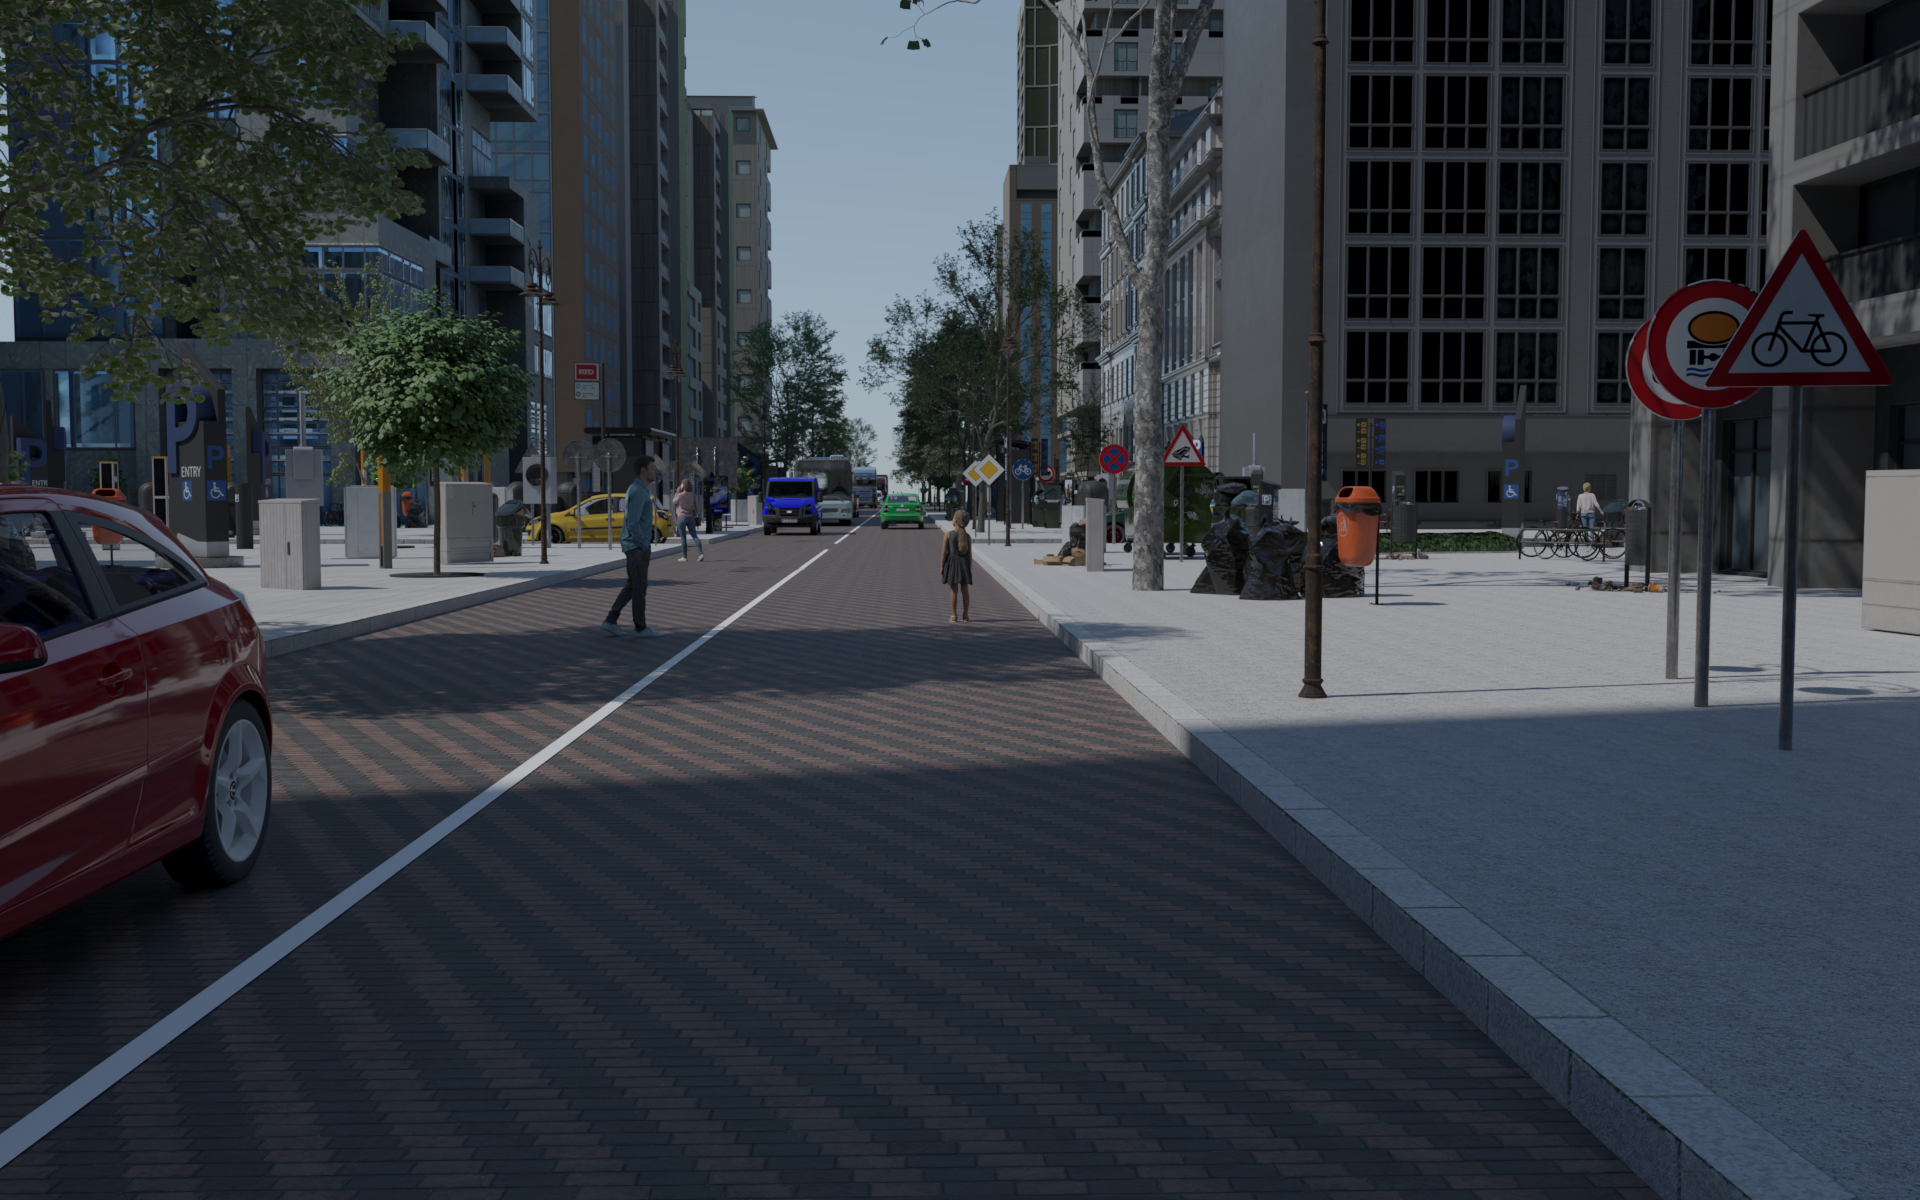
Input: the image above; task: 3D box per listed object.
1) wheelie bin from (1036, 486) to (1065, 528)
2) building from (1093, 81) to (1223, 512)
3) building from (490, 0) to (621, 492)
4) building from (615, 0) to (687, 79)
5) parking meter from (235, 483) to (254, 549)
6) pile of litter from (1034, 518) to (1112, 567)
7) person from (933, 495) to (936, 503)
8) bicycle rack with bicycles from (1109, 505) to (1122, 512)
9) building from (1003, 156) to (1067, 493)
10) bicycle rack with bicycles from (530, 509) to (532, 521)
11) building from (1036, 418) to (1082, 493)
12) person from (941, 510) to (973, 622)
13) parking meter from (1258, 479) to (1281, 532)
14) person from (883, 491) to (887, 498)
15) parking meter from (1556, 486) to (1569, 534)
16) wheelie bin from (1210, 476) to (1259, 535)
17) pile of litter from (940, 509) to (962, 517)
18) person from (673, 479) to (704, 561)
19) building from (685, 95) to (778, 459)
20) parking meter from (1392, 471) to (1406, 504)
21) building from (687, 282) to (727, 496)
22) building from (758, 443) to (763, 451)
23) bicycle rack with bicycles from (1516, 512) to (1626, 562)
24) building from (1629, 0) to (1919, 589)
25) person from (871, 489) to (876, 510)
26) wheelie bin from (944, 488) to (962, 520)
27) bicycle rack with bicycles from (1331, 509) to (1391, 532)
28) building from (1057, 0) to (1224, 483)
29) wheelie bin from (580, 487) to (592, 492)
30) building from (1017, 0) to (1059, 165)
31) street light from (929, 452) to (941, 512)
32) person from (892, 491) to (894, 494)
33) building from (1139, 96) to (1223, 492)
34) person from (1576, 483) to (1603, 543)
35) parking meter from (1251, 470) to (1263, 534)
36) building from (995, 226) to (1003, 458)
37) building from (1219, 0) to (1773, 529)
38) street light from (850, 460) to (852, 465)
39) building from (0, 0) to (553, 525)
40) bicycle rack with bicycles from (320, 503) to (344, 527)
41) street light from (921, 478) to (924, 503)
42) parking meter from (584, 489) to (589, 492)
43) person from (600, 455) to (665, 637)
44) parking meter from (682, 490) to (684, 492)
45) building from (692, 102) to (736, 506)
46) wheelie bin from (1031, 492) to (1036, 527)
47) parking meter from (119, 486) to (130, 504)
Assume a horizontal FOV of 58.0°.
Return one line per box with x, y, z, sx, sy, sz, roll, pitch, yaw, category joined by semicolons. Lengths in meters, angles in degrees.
3.438;-3.479;64.783;0.980;1.594;0.693;0;4;3;wheelie bin
16.310;-19.396;114.395;12.463;27.353;25.104;0;4;-2;building
-31.202;-28.548;116.874;14.600;45.320;14.200;0;4;-2;building
-28.706;-27.463;132.617;14.154;41.232;14.086;0;4;-2;building
-16.690;-1.956;40.392;0.372;1.533;0.369;0;3;0;parking meter
2.020;-1.058;31.258;1.176;0.858;1.719;-1;4;-21;pile of litter
-3.128;-11.968;207.399;0.599;1.433;0.991;2;4;35;person
7.055;-4.277;83.313;2.925;0.926;2.852;0;4;7;bicycle rack with bicycles
12.979;-35.450;229.713;14.600;45.320;14.200;0;4;-2;building
-14.910;-2.942;61.484;2.925;0.926;2.852;1;4;10;bicycle rack with bicycles
23.952;-29.841;179.789;32.217;40.220;23.993;0;4;-2;building
-0.038;-0.384;19.445;0.362;1.253;0.373;-1;4;-11;person
5.188;-1.261;29.035;0.372;1.533;0.369;0;3;0;parking meter
-10.112;-13.925;236.132;0.705;1.831;1.348;-3;4;-39;person
19.497;-2.915;56.074;0.372;1.533;0.369;0;3;0;parking meter
4.824;-1.378;30.435;0.980;1.594;0.693;2;4;25;wheelie bin
-0.251;-5.151;98.175;1.719;0.858;1.176;2;4;33;pile of litter
-5.736;-1.696;36.813;0.593;1.750;0.643;-3;4;-38;person
-39.584;-39.390;233.263;28.713;52.752;27.495;0;4;-2;building
11.138;-2.342;44.008;0.255;1.863;0.399;0;4;-2;parking meter
-36.244;-18.952;154.902;27.650;21.520;28.899;0;4;-2;building
-42.337;-34.713;259.431;32.217;40.220;23.993;0;4;-2;building
12.222;-1.267;34.092;2.852;0.926;2.925;-3;5;-40;bicycle rack with bicycles
21.683;-35.387;16.836;20.563;71.187;20.611;0;4;-2;building
-8.047;-9.349;160.986;0.705;1.869;1.348;-1;4;-9;person
-0.340;-4.740;85.406;0.693;1.594;0.980;-2;4;-34;wheelie bin
13.152;-2.770;58.664;2.852;0.926;2.925;-3;5;-42;bicycle rack with bicycles
23.164;-34.498;153.273;28.713;52.752;27.495;0;4;-2;building
-16.204;-3.995;73.224;0.980;1.594;0.693;1;4;11;wheelie bin
16.703;-49.430;246.427;20.563;71.187;20.611;0;4;-2;building
-2.004;-10.134;138.485;0.468;5.910;1.993;0;4;-2;street light
-8.576;-13.159;223.628;0.705;1.826;1.348;-1;4;-21;person
17.538;-15.184;90.054;13.314;21.916;24.055;0;4;-2;building
17.149;-2.317;47.059;0.731;1.740;0.598;1;4;16;person
7.174;-2.212;41.877;0.255;1.863;0.399;1;4;17;parking meter
12.222;-35.538;264.639;14.154;41.232;14.086;0;4;-2;building
23.491;-16.832;68.718;24.014;27.812;14.314;0;4;-2;building
-13.395;-14.594;211.391;0.468;5.910;1.993;0;4;-2;street light
-32.887;-47.237;85.003;22.319;86.520;31.000;0;4;-2;building
-25.319;-3.410;69.143;2.852;0.926;2.925;1;4;16;bicycle rack with bicycles
-4.034;-14.018;201.987;0.468;5.910;1.993;0;4;-2;street light
-19.571;-5.028;90.621;0.372;1.533;0.369;0;3;0;parking meter
-3.298;-0.543;17.391;0.620;1.820;0.660;-1;4;-19;person
-13.192;-4.749;83.360;0.399;1.863;0.255;1;4;20;parking meter
-30.645;-30.123;176.112;14.154;41.232;14.086;0;4;-2;building
3.096;-3.625;67.169;0.693;1.594;0.980;0;4;2;wheelie bin
-25.264;-2.683;52.283;0.372;1.533;0.369;0;3;0;parking meter
